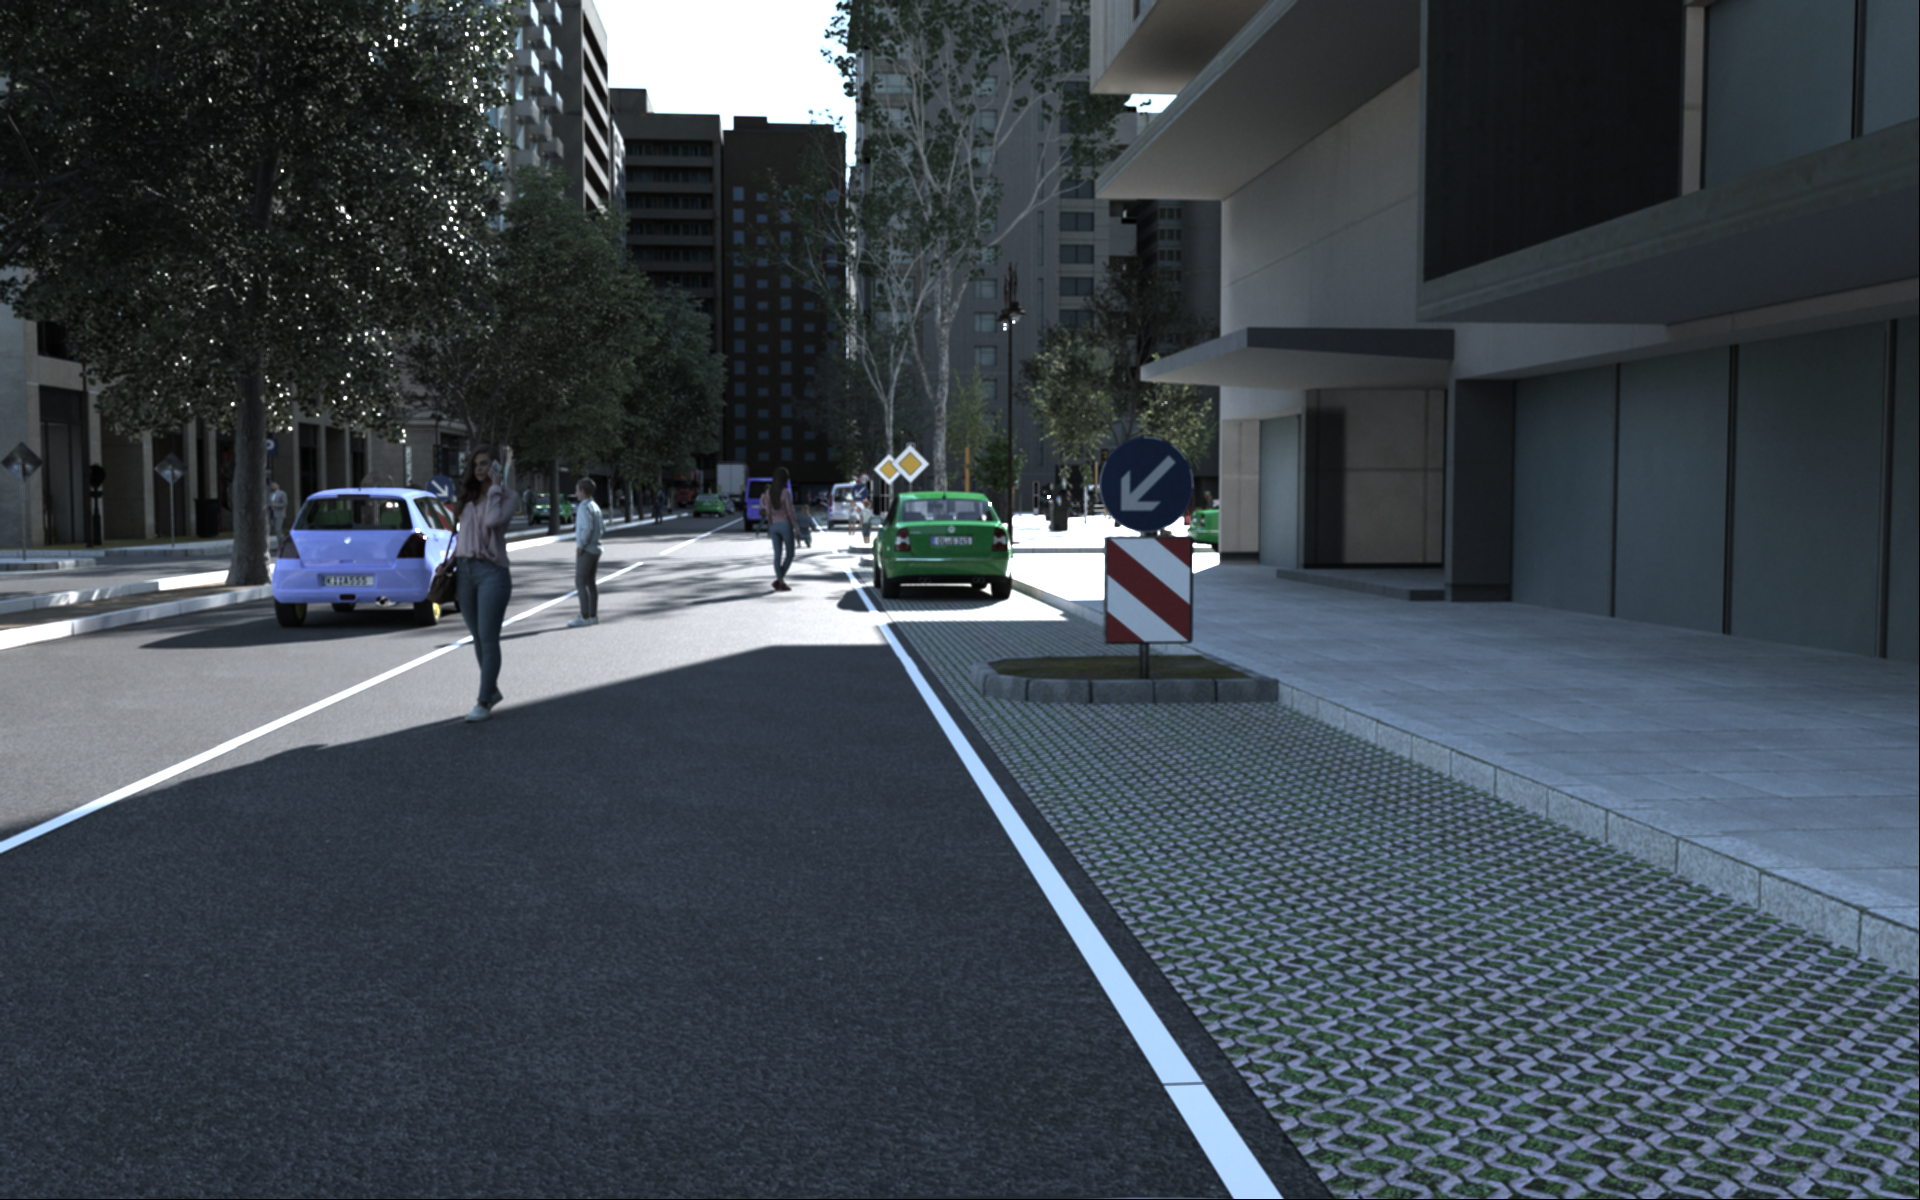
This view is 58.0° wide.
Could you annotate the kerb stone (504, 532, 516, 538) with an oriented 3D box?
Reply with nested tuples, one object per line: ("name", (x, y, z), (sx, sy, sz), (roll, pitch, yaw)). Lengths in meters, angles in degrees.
("kerb stone", (-14.864, -2.131, 57.155), (0.120, 0.150, 1.000), (0, 4, -5))

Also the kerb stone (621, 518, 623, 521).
("kerb stone", (-18.135, -4.261, 91.864), (0.120, 0.150, 1.000), (0, 4, -5))

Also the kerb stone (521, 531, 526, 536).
("kerb stone", (-15.056, -2.260, 59.190), (0.120, 0.150, 1.000), (0, 4, -5))

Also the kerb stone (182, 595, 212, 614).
("kerb stone", (-9.361, 0.071, 21.062), (0.120, 0.150, 1.000), (0, 4, -5))

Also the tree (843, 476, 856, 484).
("tree", (-10.364, -10.017, 158.385), (1.663, 3.219, 1.824), (0, 3, 0))

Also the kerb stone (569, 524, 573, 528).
("kerb stone", (-16.212, -3.012, 71.433), (0.120, 0.150, 1.000), (0, 4, -5))

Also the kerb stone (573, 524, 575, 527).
("kerb stone", (-16.305, -3.074, 72.454), (0.120, 0.150, 1.000), (0, 4, -5))

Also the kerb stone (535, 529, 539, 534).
("kerb stone", (-15.348, -2.450, 62.255), (0.120, 0.150, 1.000), (0, 4, -5))

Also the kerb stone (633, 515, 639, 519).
("kerb stone", (-19.198, -4.947, 103.080), (0.120, 0.150, 1.000), (0, 4, -5))

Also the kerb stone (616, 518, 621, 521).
("kerb stone", (-18.043, -4.199, 90.841), (0.120, 0.150, 1.000), (0, 4, -5))

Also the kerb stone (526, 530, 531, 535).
("kerb stone", (-15.157, -2.326, 60.219), (0.120, 0.150, 1.000), (0, 4, -5))

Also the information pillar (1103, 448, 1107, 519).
("information pillar", (7.460, -5.971, 88.985), (0.183, 3.616, 0.504), (0, 4, -2))

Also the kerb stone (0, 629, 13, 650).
("kerb stone", (-8.879, 0.382, 15.956), (0.120, 0.150, 1.000), (0, 4, -5))

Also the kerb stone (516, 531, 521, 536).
("kerb stone", (-14.970, -2.200, 58.171), (0.120, 0.150, 1.000), (0, 4, -5))

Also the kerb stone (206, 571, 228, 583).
("kerb stone", (-12.125, -0.358, 28.047), (0.120, 0.150, 1.000), (0, 4, -5))

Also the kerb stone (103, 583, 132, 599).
("kerb stone", (-11.743, -0.106, 23.963), (0.120, 0.150, 1.000), (0, 4, -5))

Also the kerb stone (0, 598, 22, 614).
("kerb stone", (-11.459, 0.080, 20.894), (0.120, 0.150, 1.000), (0, 4, -5))

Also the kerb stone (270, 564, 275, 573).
("kerb stone", (-12.416, -0.544, 31.108), (0.120, 0.150, 1.000), (0, 4, -5))

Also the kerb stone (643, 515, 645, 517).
("kerb stone", (-19.383, -5.072, 105.124), (0.120, 0.150, 1.000), (0, 4, -5))

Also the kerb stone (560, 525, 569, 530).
("kerb stone", (-16.114, -2.948, 70.403), (0.120, 0.150, 1.000), (0, 4, -5))

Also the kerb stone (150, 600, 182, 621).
("kerb stone", (-9.266, 0.132, 20.036), (0.120, 0.150, 1.000), (0, 4, -5))

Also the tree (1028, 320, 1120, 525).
("tree", (5.058, -7.471, 72.511), (4.737, 8.622, 4.395), (0, 3, 0))

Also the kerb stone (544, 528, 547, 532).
("kerb stone", (-15.544, -2.575, 64.296), (0.120, 0.150, 1.000), (0, 4, -5))

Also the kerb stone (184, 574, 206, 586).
("kerb stone", (-12.033, -0.293, 27.029), (0.120, 0.150, 1.000), (0, 4, -5))

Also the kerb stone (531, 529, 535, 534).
("kerb stone", (-15.253, -2.388, 61.237), (0.120, 0.150, 1.000), (0, 4, -5))

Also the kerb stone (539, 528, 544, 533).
("kerb stone", (-15.444, -2.508, 63.279), (0.120, 0.150, 1.000), (0, 4, -5))

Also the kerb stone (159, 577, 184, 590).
("kerb stone", (-11.938, -0.233, 26.005), (0.120, 0.150, 1.000), (0, 4, -5))

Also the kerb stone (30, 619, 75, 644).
("kerb stone", (-8.976, 0.326, 16.974), (0.120, 0.150, 1.000), (0, 4, -5))

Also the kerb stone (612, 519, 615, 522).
("kerb stone", (-17.747, -4.012, 87.784), (0.120, 0.150, 1.000), (0, 4, -5))

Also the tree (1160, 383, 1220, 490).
("tree", (14.508, -9.887, 112.022), (4.737, 8.622, 4.395), (0, 3, 0))

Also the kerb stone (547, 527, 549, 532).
("kerb stone", (-15.644, -2.637, 65.313), (0.120, 0.150, 1.000), (0, 4, -5))

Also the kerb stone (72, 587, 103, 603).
("kerb stone", (-11.648, -0.045, 22.938), (0.120, 0.150, 1.000), (0, 4, -5))

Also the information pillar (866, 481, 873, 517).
("information pillar", (-4.928, -5.487, 94.206), (0.304, 2.012, 0.304), (1, 4, 17))

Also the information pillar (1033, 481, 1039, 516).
("information pillar", (4.425, -5.894, 100.860), (0.304, 2.012, 0.304), (0, 4, 2))

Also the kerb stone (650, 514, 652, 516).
("kerb stone", (-19.864, -5.383, 110.221), (0.120, 0.150, 1.000), (0, 4, -5))

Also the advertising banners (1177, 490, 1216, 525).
("advertising banners", (9.467, -4.589, 71.220), (2.074, 3.025, 0.090), (0, 3, 0))

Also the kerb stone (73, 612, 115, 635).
("kerb stone", (-9.065, 0.259, 18.002), (0.120, 0.150, 1.000), (0, 4, -5))

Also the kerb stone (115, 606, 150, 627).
("kerb stone", (-9.171, 0.194, 19.018), (0.120, 0.150, 1.000), (0, 4, -5))

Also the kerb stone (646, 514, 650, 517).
("kerb stone", (-19.780, -5.322, 109.202), (0.120, 0.150, 1.000), (0, 4, -5))

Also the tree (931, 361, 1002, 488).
("tree", (0.383, -8.929, 96.358), (4.737, 8.622, 4.395), (0, 3, 0))

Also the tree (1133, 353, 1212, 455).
("tree", (10.564, -8.328, 86.522), (4.360, 8.622, 3.978), (0, 3, 0))

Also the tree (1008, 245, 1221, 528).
("tree", (6.039, -8.033, 65.750), (8.767, 10.594, 7.601), (0, 4, -5))

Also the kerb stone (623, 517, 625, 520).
("kerb stone", (-18.239, -4.321, 92.881), (0.120, 0.150, 1.000), (0, 4, -5))

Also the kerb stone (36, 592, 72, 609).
("kerb stone", (-11.548, 0.017, 21.920), (0.120, 0.150, 1.000), (0, 4, -5))

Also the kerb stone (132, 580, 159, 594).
("kerb stone", (-11.841, -0.170, 24.988), (0.120, 0.150, 1.000), (0, 4, -5))

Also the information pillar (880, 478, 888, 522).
("information pillar", (-3.459, -4.598, 79.676), (0.304, 2.012, 0.304), (2, 4, 34))

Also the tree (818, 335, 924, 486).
("tree", (-6.365, -12.511, 122.680), (7.486, 12.596, 7.792), (0, 3, 0))

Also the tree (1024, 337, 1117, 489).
("tree", (4.931, -7.825, 78.306), (4.360, 8.622, 3.978), (0, 3, 0))

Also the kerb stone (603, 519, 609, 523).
("kerb stone", (-17.657, -3.948, 86.749), (0.120, 0.150, 1.000), (0, 4, -5))
